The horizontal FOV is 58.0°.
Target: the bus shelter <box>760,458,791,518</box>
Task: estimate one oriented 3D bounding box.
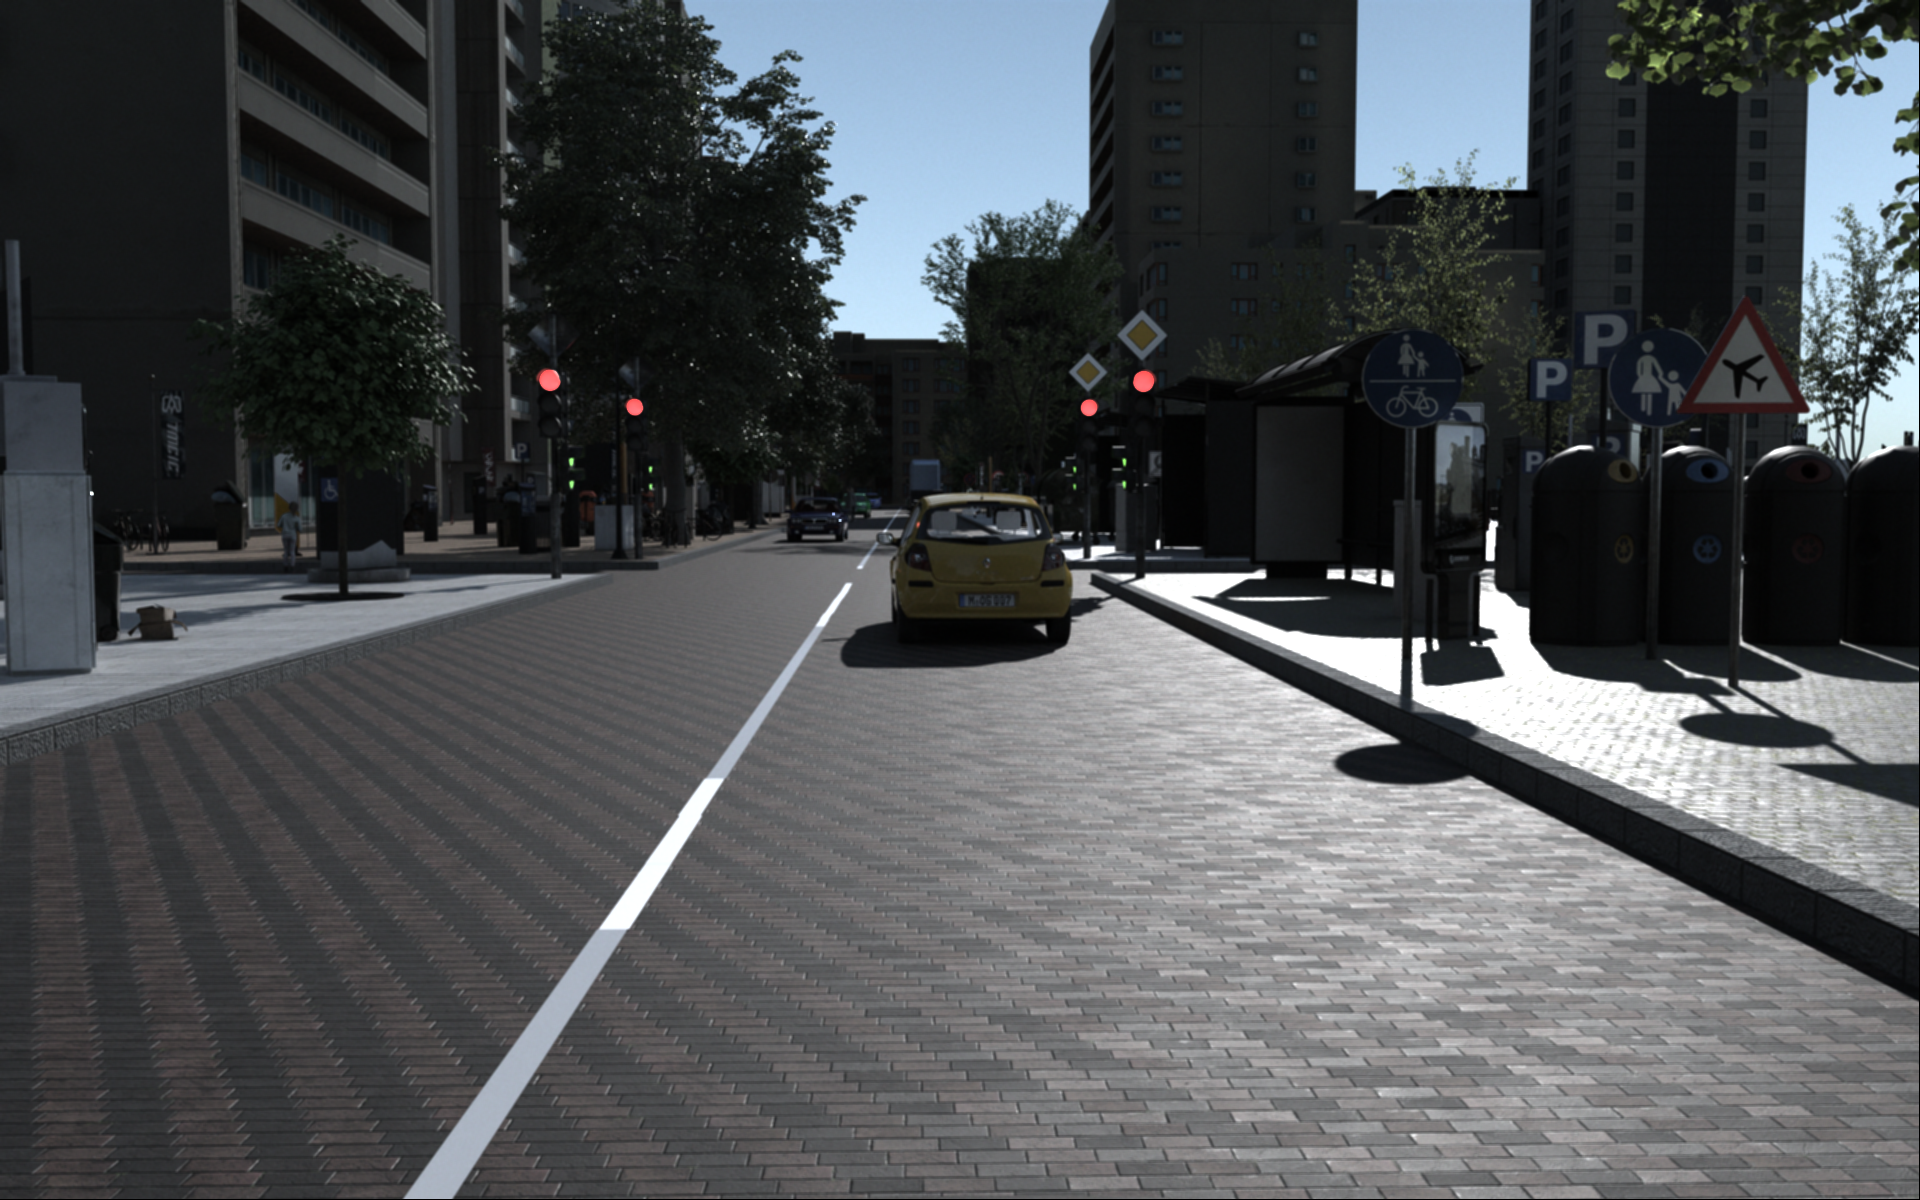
[{"bbox_3d":[-10.372,-6.307,97.045,2.014,3.302,5.546,0,4,-1],"label":"bus shelter"}]

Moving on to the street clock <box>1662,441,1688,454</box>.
[{"bbox_3d":[9.870,-1.186,23.954,0.471,2.002,0.358,-3,5,-41],"label":"street clock"}]

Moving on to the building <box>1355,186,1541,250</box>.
[{"bbox_3d":[46.288,-24.153,166.603,14.107,30.474,14.160,0,4,-2],"label":"building"}]

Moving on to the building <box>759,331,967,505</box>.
[{"bbox_3d":[-13.947,-22.991,220.937,28.899,21.520,27.650,0,4,-2],"label":"building"}]

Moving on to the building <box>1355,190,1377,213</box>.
[{"bbox_3d":[50.750,-32.562,224.269,23.993,40.220,32.217,0,4,-2],"label":"building"}]

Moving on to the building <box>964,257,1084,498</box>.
[{"bbox_3d":[7.757,-27.049,213.953,14.107,30.474,14.160,0,4,-2],"label":"building"}]

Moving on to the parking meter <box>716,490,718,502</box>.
[{"bbox_3d":[-13.573,-5.461,97.705,0.372,1.533,0.369,0,3,0],"label":"parking meter"}]

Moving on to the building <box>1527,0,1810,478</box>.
[{"bbox_3d":[63.764,-44.237,161.531,20.611,71.187,20.563,0,4,-2],"label":"building"}]

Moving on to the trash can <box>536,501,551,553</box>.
[{"bbox_3d":[-9.250,-1.621,38.162,0.748,1.137,0.748,0,3,0],"label":"trash can"}]

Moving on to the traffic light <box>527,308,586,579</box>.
[{"bbox_3d":[-6.112,-2.279,26.184,0.839,4.253,0.868,0,4,-2],"label":"traffic light"}]

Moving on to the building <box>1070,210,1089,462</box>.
[{"bbox_3d":[26.593,-32.518,223.552,23.993,40.220,32.217,0,4,-2],"label":"building"}]

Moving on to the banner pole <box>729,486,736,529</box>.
[{"bbox_3d":[-8.558,-4.554,64.471,0.401,3.779,0.863,0,4,-8],"label":"banner pole"}]

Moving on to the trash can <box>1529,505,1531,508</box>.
[{"bbox_3d":[31.018,-5.037,94.000,0.748,1.137,0.748,0,3,0],"label":"trash can"}]

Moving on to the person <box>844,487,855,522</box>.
[{"bbox_3d":[-5.780,-4.951,89.551,0.767,1.812,0.694,-1,4,-15],"label":"person"}]

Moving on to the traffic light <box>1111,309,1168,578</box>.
[{"bbox_3d":[2.745,-2.296,26.453,0.839,4.253,0.868,0,4,-2],"label":"traffic light"}]

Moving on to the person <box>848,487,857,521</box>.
[{"bbox_3d":[-5.819,-5.062,91.454,0.709,1.800,0.728,1,4,22],"label":"person"}]

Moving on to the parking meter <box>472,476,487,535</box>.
[{"bbox_3d":[-15.217,-3.006,54.862,0.399,1.863,0.255,-3,5,-41],"label":"parking meter"}]

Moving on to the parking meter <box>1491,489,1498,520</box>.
[{"bbox_3d":[26.545,-4.744,85.967,0.372,1.533,0.369,0,3,0],"label":"parking meter"}]

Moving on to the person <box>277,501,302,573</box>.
[{"bbox_3d":[-12.169,-1.141,31.441,0.425,1.301,0.394,-1,4,-23],"label":"person"}]

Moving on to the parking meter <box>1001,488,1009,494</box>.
[{"bbox_3d":[1.988,-4.152,76.298,0.372,1.533,0.369,0,3,0],"label":"parking meter"}]

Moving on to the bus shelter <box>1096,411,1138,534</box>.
[{"bbox_3d":[4.912,-3.723,52.146,1.731,3.624,6.357,0,4,-2],"label":"bus shelter"}]

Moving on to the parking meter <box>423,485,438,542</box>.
[{"bbox_3d":[-14.336,-2.354,46.902,0.372,1.533,0.369,0,3,0],"label":"parking meter"}]

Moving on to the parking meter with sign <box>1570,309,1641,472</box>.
[{"bbox_3d":[6.534,-1.285,17.268,0.543,3.016,1.738,2,4,29],"label":"parking meter with sign"}]

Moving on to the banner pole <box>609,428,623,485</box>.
[{"bbox_3d":[-11.468,-4.166,58.128,0.401,3.779,0.863,3,4,37],"label":"banner pole"}]

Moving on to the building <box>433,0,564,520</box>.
[{"bbox_3d":[-28.493,-24.705,87.529,14.154,41.232,14.086,0,4,-2],"label":"building"}]

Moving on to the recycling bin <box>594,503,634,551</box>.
[{"bbox_3d":[-7.852,-1.638,39.336,0.722,1.027,0.722,0,4,7],"label":"recycling bin"}]

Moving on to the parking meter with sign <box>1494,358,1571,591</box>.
[{"bbox_3d":[7.580,-1.645,23.150,0.543,3.016,1.738,0,3,0],"label":"parking meter with sign"}]

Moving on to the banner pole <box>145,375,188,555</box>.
[{"bbox_3d":[-16.742,-2.842,36.491,0.863,3.779,0.401,-2,4,-31],"label":"banner pole"}]

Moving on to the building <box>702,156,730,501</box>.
[{"bbox_3d":[-43.232,-34.388,216.863,28.867,44.769,22.147,0,4,-2],"label":"building"}]

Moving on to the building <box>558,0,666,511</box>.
[{"bbox_3d":[-33.306,-35.495,122.343,21.231,58.520,28.212,0,4,-2],"label":"building"}]

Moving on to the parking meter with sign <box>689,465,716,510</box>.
[{"bbox_3d":[-15.724,-6.727,106.253,1.738,3.016,0.543,-3,5,-45],"label":"parking meter with sign"}]

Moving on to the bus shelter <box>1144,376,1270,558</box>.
[{"bbox_3d":[5.303,-2.831,37.567,1.731,3.624,6.357,0,4,-2],"label":"bus shelter"}]

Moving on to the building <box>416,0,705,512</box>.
[{"bbox_3d":[-35.389,-32.736,158.938,21.600,48.544,21.300,0,4,-2],"label":"building"}]

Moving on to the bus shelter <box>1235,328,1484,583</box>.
[{"bbox_3d":[5.312,-1.838,23.977,2.014,3.302,5.546,0,4,-2],"label":"bus shelter"}]

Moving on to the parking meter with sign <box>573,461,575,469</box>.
[{"bbox_3d":[-20.372,-5.715,89.696,0.543,3.016,1.738,0,4,4],"label":"parking meter with sign"}]

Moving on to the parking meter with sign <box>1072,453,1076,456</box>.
[{"bbox_3d":[5.656,-4.725,73.520,1.738,3.016,0.543,1,4,10],"label":"parking meter with sign"}]

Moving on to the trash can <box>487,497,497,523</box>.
[{"bbox_3d":[-20.994,-4.026,77.474,0.748,1.137,0.748,0,3,0],"label":"trash can"}]

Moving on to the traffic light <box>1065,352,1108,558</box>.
[{"bbox_3d":[2.516,-2.784,34.434,0.839,4.253,0.868,0,4,-2],"label":"traffic light"}]

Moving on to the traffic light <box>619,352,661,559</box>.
[{"bbox_3d":[-6.341,-2.767,34.165,0.839,4.253,0.868,0,4,-2],"label":"traffic light"}]

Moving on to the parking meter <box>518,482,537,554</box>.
[{"bbox_3d":[-9.241,-1.748,36.996,0.372,1.533,0.369,0,3,0],"label":"parking meter"}]

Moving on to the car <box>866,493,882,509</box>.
[{"bbox_3d":[-8.388,-9.482,164.615,1.945,1.707,3.694,0,3,0],"label":"car"}]

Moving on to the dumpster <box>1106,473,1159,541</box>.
[{"bbox_3d":[4.675,-2.508,46.758,1.264,1.857,1.865,0,4,-2],"label":"dumpster"}]

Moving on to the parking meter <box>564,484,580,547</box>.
[{"bbox_3d":[-9.390,-2.048,41.892,0.372,1.533,0.369,0,3,0],"label":"parking meter"}]

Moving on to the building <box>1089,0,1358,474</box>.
[{"bbox_3d":[23.703,-32.861,160.985,21.300,48.544,21.600,0,4,-2],"label":"building"}]

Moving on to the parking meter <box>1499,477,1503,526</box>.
[{"bbox_3d":[15.871,-2.722,50.218,0.399,1.863,0.255,0,4,-4],"label":"parking meter"}]

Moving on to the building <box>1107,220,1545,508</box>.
[{"bbox_3d":[27.047,-17.837,136.682,27.650,21.520,28.899,0,4,-2],"label":"building"}]

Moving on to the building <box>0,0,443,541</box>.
[{"bbox_3d":[-30.912,-26.475,56.575,21.300,48.544,21.600,0,4,-2],"label":"building"}]

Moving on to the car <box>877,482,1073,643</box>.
[{"bbox_3d":[0.141,-0.484,18.141,2.015,1.641,3.980,0,4,-3],"label":"car"}]

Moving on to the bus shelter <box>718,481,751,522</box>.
[{"bbox_3d":[-10.252,-5.530,81.698,1.731,3.624,6.357,0,4,-2],"label":"bus shelter"}]

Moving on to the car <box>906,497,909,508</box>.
[{"bbox_3d":[-4.683,-10.295,180.677,2.083,1.381,4.827,0,4,-3],"label":"car"}]

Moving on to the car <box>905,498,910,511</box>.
[{"bbox_3d":[-3.705,-8.502,150.802,2.131,1.459,4.920,0,4,-2],"label":"car"}]

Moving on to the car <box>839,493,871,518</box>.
[{"bbox_3d":[-6.306,-5.809,103.766,1.959,1.807,4.718,0,3,0],"label":"car"}]

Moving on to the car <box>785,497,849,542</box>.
[{"bbox_3d":[-4.380,-2.503,53.503,1.945,1.354,3.894,0,4,-1],"label":"car"}]

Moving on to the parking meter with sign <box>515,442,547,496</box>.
[{"bbox_3d":[-14.462,-3.851,59.224,0.543,3.016,1.738,1,4,20],"label":"parking meter with sign"}]
